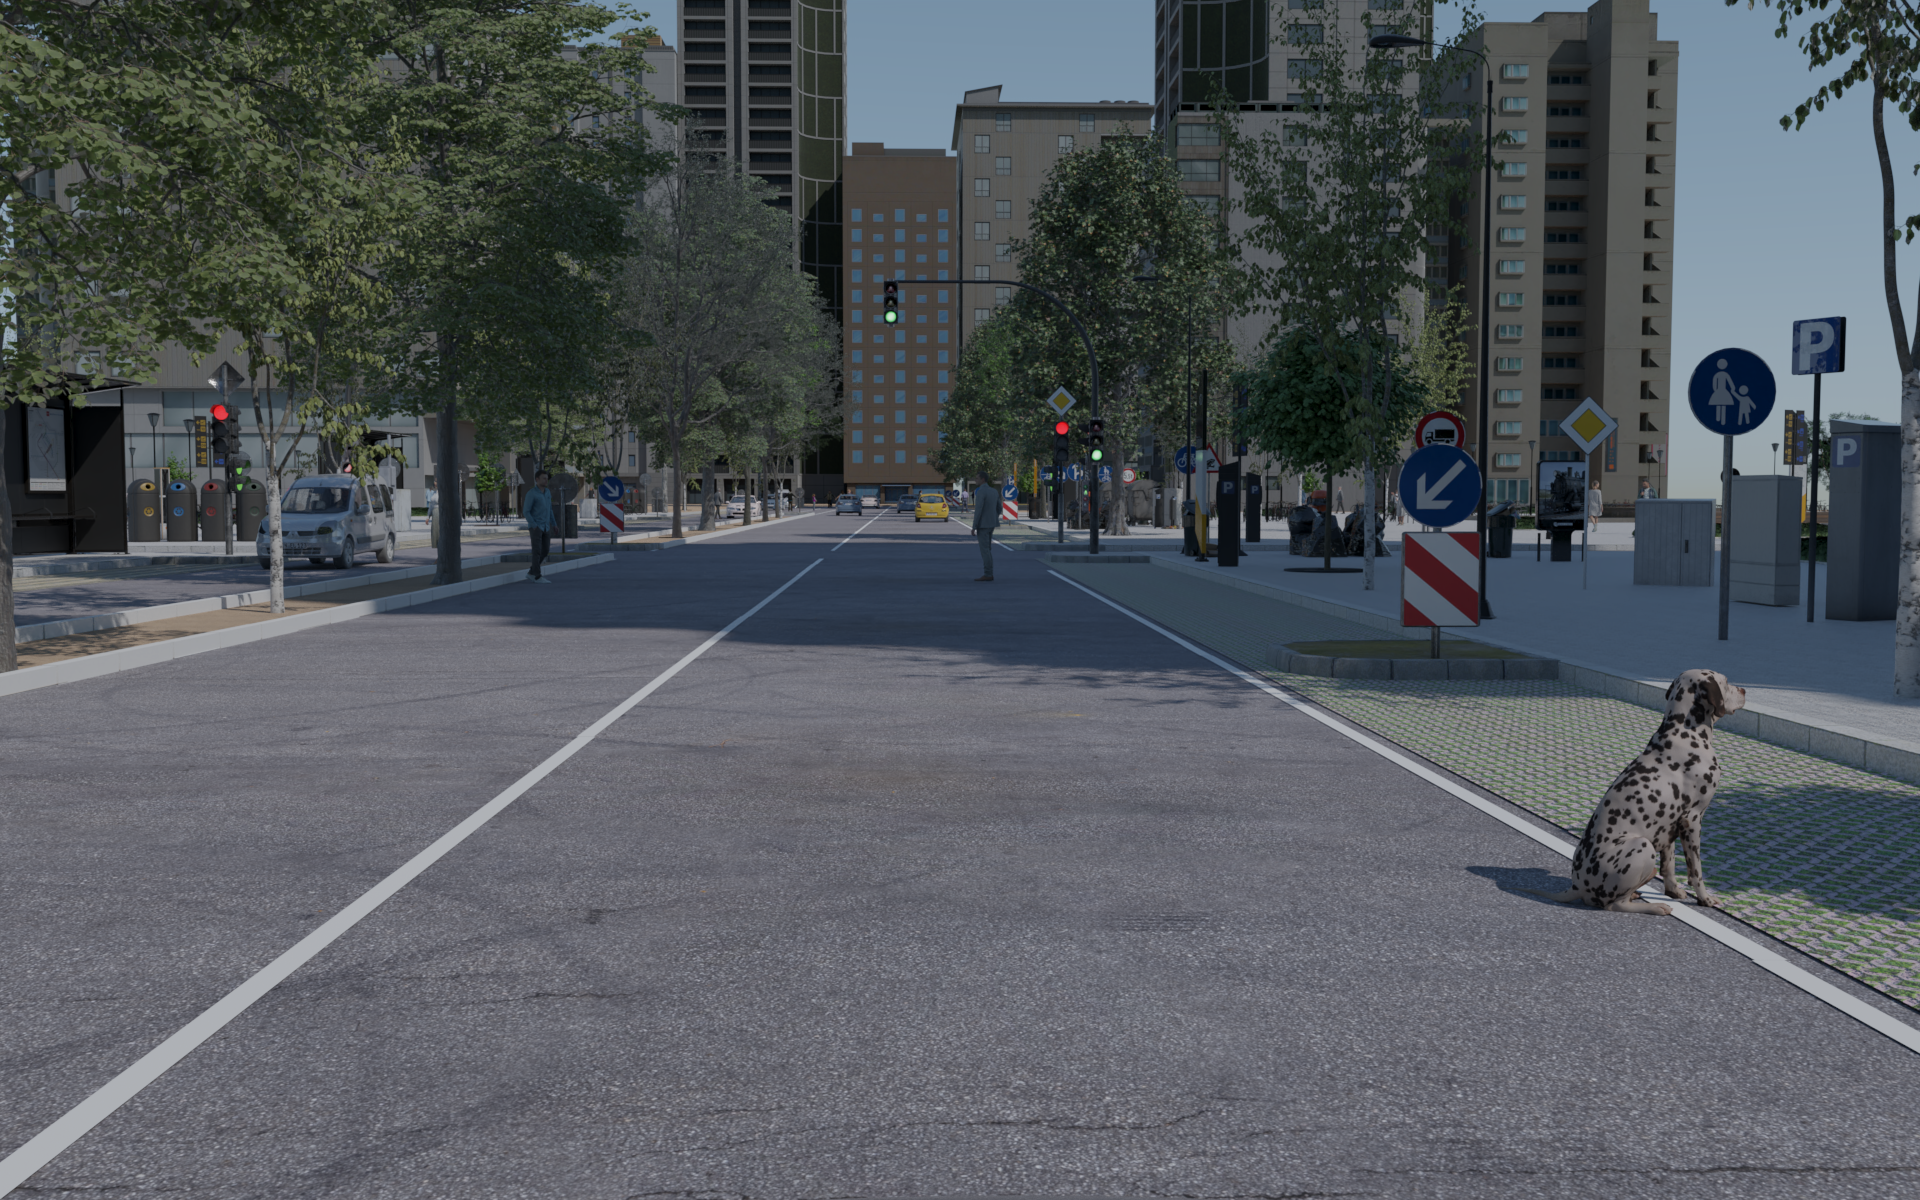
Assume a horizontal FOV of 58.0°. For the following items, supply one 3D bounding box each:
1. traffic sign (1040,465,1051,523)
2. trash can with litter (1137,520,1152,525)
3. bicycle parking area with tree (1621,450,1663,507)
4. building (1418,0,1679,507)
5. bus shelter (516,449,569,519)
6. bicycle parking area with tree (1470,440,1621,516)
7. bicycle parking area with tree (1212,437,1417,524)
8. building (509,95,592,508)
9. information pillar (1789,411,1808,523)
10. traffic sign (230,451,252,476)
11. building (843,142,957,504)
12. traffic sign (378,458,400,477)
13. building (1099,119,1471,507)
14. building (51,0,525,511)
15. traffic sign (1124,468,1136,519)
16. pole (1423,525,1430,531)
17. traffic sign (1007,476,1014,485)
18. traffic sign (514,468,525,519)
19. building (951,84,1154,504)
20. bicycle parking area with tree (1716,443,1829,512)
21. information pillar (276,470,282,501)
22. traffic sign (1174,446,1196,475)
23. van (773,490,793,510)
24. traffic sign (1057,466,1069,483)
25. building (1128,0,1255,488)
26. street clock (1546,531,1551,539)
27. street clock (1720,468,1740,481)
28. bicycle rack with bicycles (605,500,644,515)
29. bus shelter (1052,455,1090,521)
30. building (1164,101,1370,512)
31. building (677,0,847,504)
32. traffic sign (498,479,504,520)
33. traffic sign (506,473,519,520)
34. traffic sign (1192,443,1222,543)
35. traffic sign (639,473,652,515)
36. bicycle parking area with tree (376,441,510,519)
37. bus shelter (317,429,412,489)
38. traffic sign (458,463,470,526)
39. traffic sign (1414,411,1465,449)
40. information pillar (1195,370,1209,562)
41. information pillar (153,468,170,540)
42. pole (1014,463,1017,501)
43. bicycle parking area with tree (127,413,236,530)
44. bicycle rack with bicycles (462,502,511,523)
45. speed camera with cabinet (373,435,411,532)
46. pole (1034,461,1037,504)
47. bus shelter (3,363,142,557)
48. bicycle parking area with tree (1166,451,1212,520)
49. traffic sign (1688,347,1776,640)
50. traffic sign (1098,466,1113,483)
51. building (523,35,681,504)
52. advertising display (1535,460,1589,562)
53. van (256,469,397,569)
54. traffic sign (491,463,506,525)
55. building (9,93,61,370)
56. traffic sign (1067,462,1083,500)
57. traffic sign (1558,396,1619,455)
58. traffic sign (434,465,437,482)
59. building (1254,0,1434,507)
[{"bbox_3d":[3.946,-4.714,77.178,0.768,2.556,0.104,0,4,4],"label":"traffic sign"},{"bbox_3d":[7.754,-3.672,71.429,1.055,1.170,0.624,-1,4,-15],"label":"trash can with litter"},{"bbox_3d":[46.249,-7.880,115.841,9.016,4.147,8.231,2,4,28],"label":"bicycle parking area with tree"},{"bbox_3d":[58.798,-33.569,172.553,21.600,48.544,21.300,0,4,-2],"label":"building"},{"bbox_3d":[-22.192,-6.192,92.520,1.731,3.624,6.357,0,4,-2],"label":"bus shelter"},{"bbox_3d":[29.918,-6.621,95.254,9.016,4.147,8.231,0,4,-6],"label":"bicycle parking area with tree"},{"bbox_3d":[16.557,-5.581,78.254,8.231,4.147,9.016,1,4,20],"label":"bicycle parking area with tree"},{"bbox_3d":[-48.158,-28.899,164.385,23.993,40.220,32.217,0,4,-2],"label":"building"},{"bbox_3d":[23.289,-3.476,48.184,0.504,3.616,0.183,0,4,-6],"label":"information pillar"},{"bbox_3d":[-21.246,-3.119,51.110,0.768,2.556,0.104,0,4,7],"label":"traffic sign"},{"bbox_3d":[-7.710,-35.082,223.702,14.200,45.320,14.600,0,4,-2],"label":"building"},{"bbox_3d":[-19.891,-3.687,60.388,0.768,2.556,0.104,0,4,0],"label":"traffic sign"},{"bbox_3d":[30.614,-29.294,170.844,32.217,40.220,23.993,0,4,-2],"label":"building"},{"bbox_3d":[-48.924,-33.169,131.557,28.713,52.752,27.495,0,4,-2],"label":"building"},{"bbox_3d":[8.191,-5.160,84.467,0.768,2.556,0.104,0,4,1],"label":"traffic sign"},{"bbox_3d":[13.286,-3.391,49.279,0.158,3.312,0.155,0,3,0],"label":"pole"},{"bbox_3d":[3.360,-7.032,115.086,0.768,2.556,0.104,0,4,6],"label":"traffic sign"},{"bbox_3d":[-22.504,-5.374,87.863,0.884,2.594,0.081,0,4,7],"label":"traffic sign"},{"bbox_3d":[12.889,-39.310,231.962,27.495,52.752,28.713,0,4,-2],"label":"building"},{"bbox_3d":[48.923,-7.220,105.044,8.231,4.147,9.016,0,4,4],"label":"bicycle parking area with tree"},{"bbox_3d":[-20.954,-2.968,53.016,0.304,2.012,0.304,0,4,-4],"label":"information pillar"},{"bbox_3d":[5.989,-2.768,45.368,0.768,2.556,0.104,0,4,5],"label":"traffic sign"},{"bbox_3d":[-16.247,-9.253,158.298,2.013,2.044,4.112,0,4,-4],"label":"van"},{"bbox_3d":[4.523,-4.766,78.037,0.768,2.556,0.104,0,4,7],"label":"traffic sign"},{"bbox_3d":[25.972,-43.378,147.489,20.563,71.187,20.611,0,4,-2],"label":"building"},{"bbox_3d":[16.730,-2.717,48.996,0.358,2.002,0.471,-2,4,-27],"label":"street clock"},{"bbox_3d":[21.320,-2.655,47.980,0.471,2.002,0.358,-1,4,-12],"label":"street clock"},{"bbox_3d":[-20.669,-5.605,105.017,2.925,0.926,2.852,-1,4,-14],"label":"bicycle rack with bicycles"},{"bbox_3d":[5.100,-5.535,81.782,1.731,3.624,6.357,0,4,-2],"label":"bus shelter"},{"bbox_3d":[22.324,-21.993,131.287,14.160,30.474,14.107,0,4,-2],"label":"building"},{"bbox_3d":[-25.200,-48.146,225.434,20.611,71.187,20.563,0,4,-2],"label":"building"},{"bbox_3d":[-22.653,-5.182,84.824,0.768,2.556,0.104,0,4,3],"label":"traffic sign"},{"bbox_3d":[-21.703,-5.010,84.050,0.606,2.300,0.079,0,4,1],"label":"traffic sign"},{"bbox_3d":[6.325,-2.693,44.042,0.884,2.594,0.081,0,4,1],"label":"traffic sign"},{"bbox_3d":[-19.303,-6.495,106.298,0.768,2.556,0.104,0,4,6],"label":"traffic sign"},{"bbox_3d":[-27.744,-6.325,90.412,8.231,4.147,9.016,0,4,7],"label":"bicycle parking area with tree"},{"bbox_3d":[-22.420,-4.540,65.512,1.731,3.624,6.357,0,4,-2],"label":"bus shelter"},{"bbox_3d":[-20.337,-4.308,70.539,0.768,2.556,0.104,0,4,5],"label":"traffic sign"},{"bbox_3d":[7.342,-1.619,26.581,0.768,2.556,0.104,0,4,4],"label":"traffic sign"},{"bbox_3d":[4.584,-2.540,32.890,0.183,3.616,0.504,0,4,-7],"label":"information pillar"},{"bbox_3d":[-22.300,-2.687,48.418,0.304,2.012,0.304,2,4,25],"label":"information pillar"},{"bbox_3d":[3.655,-7.380,114.507,0.158,3.312,0.155,0,3,0],"label":"pole"},{"bbox_3d":[-29.182,-4.704,63.911,9.016,4.147,8.231,0,4,2],"label":"bicycle parking area with tree"},{"bbox_3d":[-21.423,-3.906,77.245,2.852,0.926,2.925,-2,4,-25],"label":"bicycle rack with bicycles"},{"bbox_3d":[-19.187,-3.924,58.487,0.660,3.252,2.038,0,4,2],"label":"speed camera with cabinet"},{"bbox_3d":[4.113,-6.162,94.587,0.158,3.312,0.155,0,3,0],"label":"pole"},{"bbox_3d":[-18.069,-2.590,33.628,1.731,3.624,6.357,0,4,-2],"label":"bus shelter"},{"bbox_3d":[13.617,-6.131,87.246,8.231,4.147,9.016,1,4,12],"label":"bicycle parking area with tree"},{"bbox_3d":[6.717,-0.921,15.166,0.768,2.556,0.104,0,3,0],"label":"traffic sign"},{"bbox_3d":[6.608,-4.777,78.213,0.768,2.556,0.104,0,4,2],"label":"traffic sign"},{"bbox_3d":[-49.626,-41.830,225.925,28.212,58.520,21.231,0,4,-2],"label":"building"},{"bbox_3d":[11.429,-1.693,32.892,0.974,1.923,0.123,0,4,0],"label":"advertising display"},{"bbox_3d":[-12.547,-1.675,34.406,2.013,2.044,4.112,0,4,-2],"label":"van"},{"bbox_3d":[-18.850,-4.303,70.462,0.768,2.556,0.104,0,4,-1],"label":"traffic sign"},{"bbox_3d":[-72.122,-28.819,163.068,23.993,40.220,32.217,0,4,-2],"label":"building"},{"bbox_3d":[4.610,-4.170,68.284,0.768,2.556,0.104,0,4,1],"label":"traffic sign"},{"bbox_3d":[8.442,-1.439,23.261,0.795,2.593,0.064,0,4,4],"label":"traffic sign"},{"bbox_3d":[-18.133,-3.581,60.680,0.606,2.300,0.079,0,4,3],"label":"traffic sign"},{"bbox_3d":[51.261,-48.306,228.062,20.611,71.187,20.563,0,4,-2],"label":"building"}]
